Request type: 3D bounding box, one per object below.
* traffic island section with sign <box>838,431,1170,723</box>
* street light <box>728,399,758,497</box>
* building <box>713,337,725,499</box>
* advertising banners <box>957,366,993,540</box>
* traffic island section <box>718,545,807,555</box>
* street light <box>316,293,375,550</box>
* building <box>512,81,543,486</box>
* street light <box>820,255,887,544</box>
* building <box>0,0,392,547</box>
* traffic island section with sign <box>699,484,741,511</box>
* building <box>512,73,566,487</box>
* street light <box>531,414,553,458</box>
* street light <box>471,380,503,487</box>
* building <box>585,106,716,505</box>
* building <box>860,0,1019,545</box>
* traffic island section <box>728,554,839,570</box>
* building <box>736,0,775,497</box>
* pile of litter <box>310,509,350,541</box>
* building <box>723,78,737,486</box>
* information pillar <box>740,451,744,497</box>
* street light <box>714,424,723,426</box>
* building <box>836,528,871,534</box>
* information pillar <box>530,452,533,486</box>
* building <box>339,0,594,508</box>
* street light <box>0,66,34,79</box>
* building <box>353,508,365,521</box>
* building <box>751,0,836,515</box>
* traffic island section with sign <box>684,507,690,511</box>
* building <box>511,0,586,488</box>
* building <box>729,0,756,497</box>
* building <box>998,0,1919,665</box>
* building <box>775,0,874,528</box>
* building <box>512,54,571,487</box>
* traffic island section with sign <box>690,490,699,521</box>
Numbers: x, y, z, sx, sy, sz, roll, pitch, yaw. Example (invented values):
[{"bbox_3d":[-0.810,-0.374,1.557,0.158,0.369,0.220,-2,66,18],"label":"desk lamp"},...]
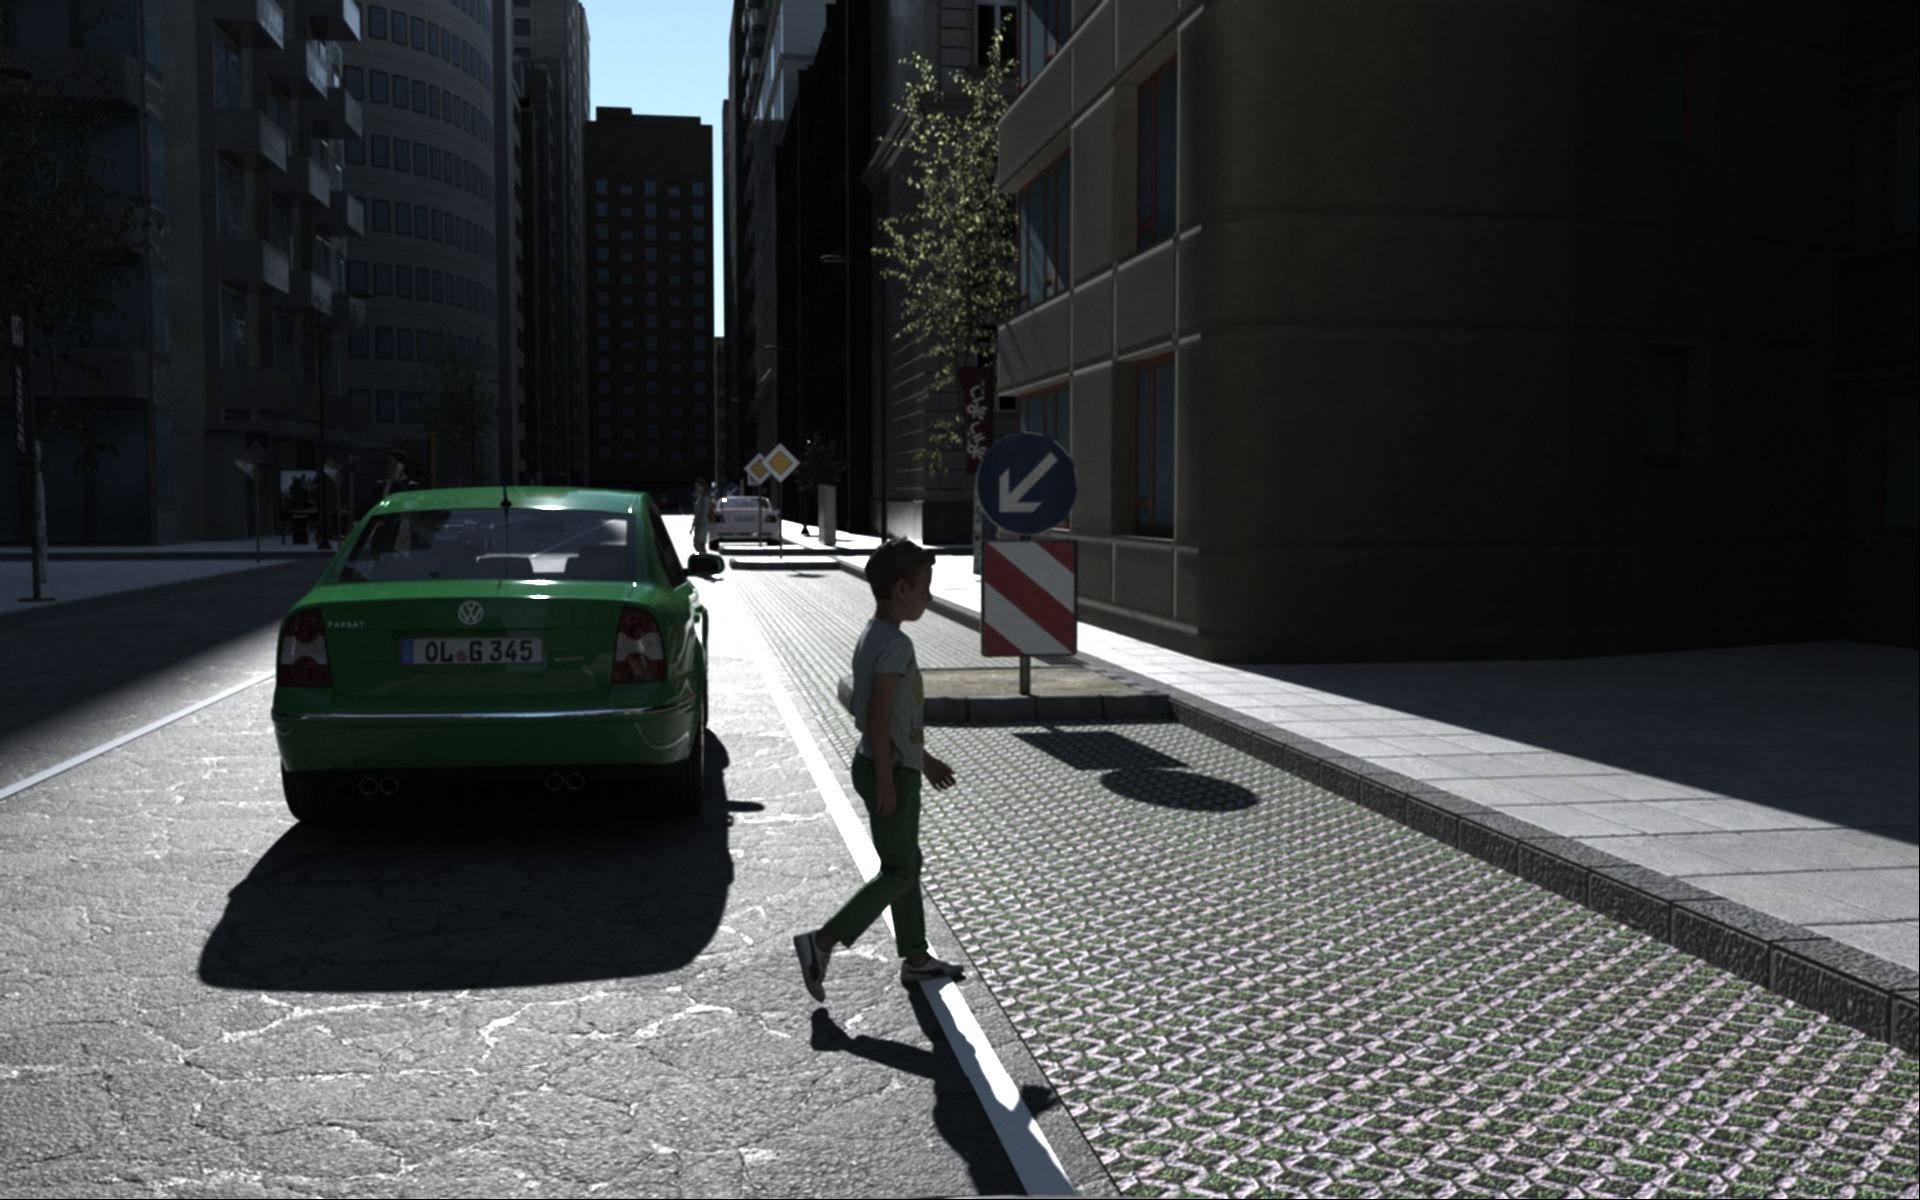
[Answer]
[{"bbox_3d":[0.199,-0.191,11.755,1.989,1.847,2.006,-1,4,-9],"label":"traffic island section with sign"},{"bbox_3d":[-10.543,-6.893,85.247,1.470,5.913,1.316,-1,4,-9],"label":"street light"},{"bbox_3d":[-15.893,-22.680,215.849,28.899,21.520,27.650,-1,4,-9],"label":"building"},{"bbox_3d":[0.919,-1.670,23.489,2.074,3.025,0.090,2,4,23],"label":"advertising banners"},{"bbox_3d":[-4.787,-1.189,41.728,2.009,0.180,2.903,-1,4,-9],"label":"traffic island section"},{"bbox_3d":[-14.191,-4.129,40.050,1.470,5.913,1.316,-1,4,-9],"label":"street light"},{"bbox_3d":[-36.752,-21.284,119.690,14.160,30.474,14.107,-1,4,-9],"label":"building"},{"bbox_3d":[-2.033,-3.757,33.964,1.470,5.913,1.316,-1,4,-9],"label":"street light"},{"bbox_3d":[-31.166,-26.444,51.976,23.786,49.044,30.456,-1,4,-9],"label":"building"},{"bbox_3d":[-8.870,-3.531,66.358,1.989,1.847,2.006,-1,4,-9],"label":"traffic island section with sign"},{"bbox_3d":[-48.140,-27.211,136.781,32.217,40.220,23.993,-1,4,-9],"label":"building"},{"bbox_3d":[-24.404,-7.861,101.072,1.470,5.913,1.316,-1,4,-9],"label":"street light"},{"bbox_3d":[-19.239,-5.984,70.376,1.470,5.913,1.316,-1,4,-9],"label":"street light"},{"bbox_3d":[-36.338,-33.901,204.387,14.200,45.320,14.600,-1,4,-9],"label":"building"},{"bbox_3d":[10.081,-15.469,50.186,25.104,27.353,12.463,-1,4,-9],"label":"building"},{"bbox_3d":[-3.477,-0.708,33.851,2.009,0.180,2.903,-1,4,-9],"label":"traffic island section"},{"bbox_3d":[-5.287,-31.489,134.457,23.786,49.044,30.456,-1,4,-9],"label":"building"},{"bbox_3d":[-17.107,-2.084,48.032,1.719,0.858,1.176,-1,4,-11],"label":"pile of litter"},{"bbox_3d":[-15.547,-29.750,170.012,14.154,41.232,14.086,-1,4,-9],"label":"building"},{"bbox_3d":[-11.933,-6.332,94.875,0.183,3.616,0.504,1,4,10],"label":"information pillar"},{"bbox_3d":[-15.678,-8.736,115.367,1.470,5.913,1.316,-1,4,-9],"label":"street light"},{"bbox_3d":[1.208,-14.316,63.751,12.332,23.373,15.834,-1,4,-9],"label":"building"},{"bbox_3d":[-23.690,-6.387,95.775,0.183,3.616,0.504,-2,4,-24],"label":"information pillar"},{"bbox_3d":[-58.046,-40.566,205.259,28.212,58.520,21.231,-1,4,-9],"label":"building"},{"bbox_3d":[-10.757,-2.834,18.880,1.470,5.913,1.316,-1,4,-9],"label":"street light"},{"bbox_3d":[-35.590,-33.569,90.860,21.231,58.520,28.212,-1,4,-9],"label":"building"},{"bbox_3d":[-5.932,-19.848,102.007,11.434,29.767,29.804,-1,4,-9],"label":"building"},{"bbox_3d":[-21.527,-8.182,142.399,1.989,1.847,2.006,-1,4,-9],"label":"traffic island section with sign"},{"bbox_3d":[-49.248,-45.068,175.107,20.611,71.187,20.563,-1,4,-9],"label":"building"},{"bbox_3d":[-13.420,-30.930,155.815,14.600,45.320,14.200,-1,4,-9],"label":"building"},{"bbox_3d":[16.476,-10.037,9.141,27.650,21.520,28.899,-1,4,-9],"label":"building"},{"bbox_3d":[-1.818,-15.298,79.795,12.332,23.373,15.834,-1,4,-9],"label":"building"},{"bbox_3d":[-43.122,-28.945,156.845,14.154,41.232,14.086,-1,4,-9],"label":"building"},{"bbox_3d":[-13.339,-5.169,93.141,1.989,1.847,2.006,-1,4,-9],"label":"traffic island section with sign"}]
